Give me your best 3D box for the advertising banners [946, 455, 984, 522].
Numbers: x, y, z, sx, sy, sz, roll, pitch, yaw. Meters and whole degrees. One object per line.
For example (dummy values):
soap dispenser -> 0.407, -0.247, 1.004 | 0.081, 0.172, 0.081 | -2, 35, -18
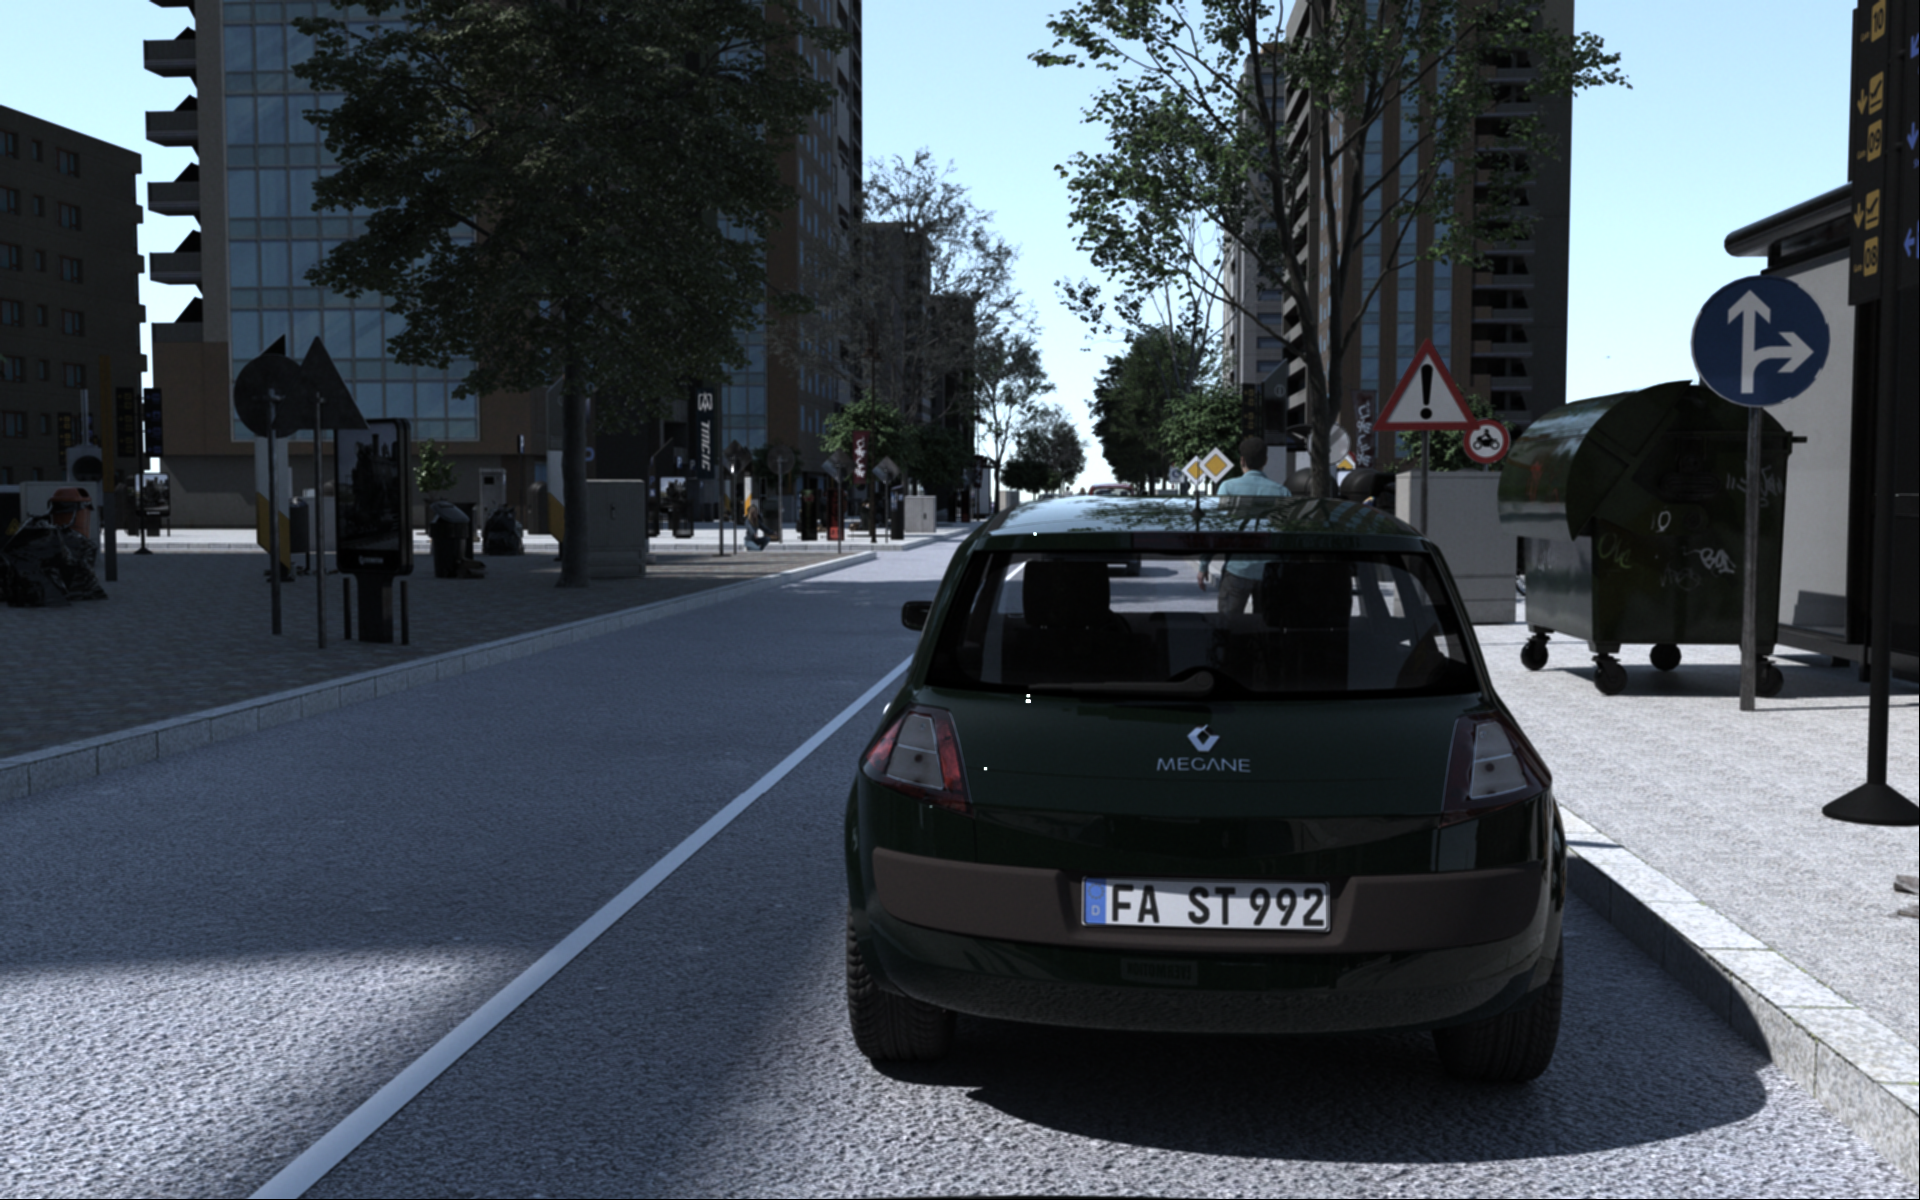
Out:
advertising banners -> 0.225, -5.024, 78.331 | 2.074, 3.025, 0.090 | 3, 4, 36

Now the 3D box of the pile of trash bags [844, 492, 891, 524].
pile of trash bags -> -3.771, -3.994, 75.047 | 3.447, 1.369, 1.912 | 1, 4, 9

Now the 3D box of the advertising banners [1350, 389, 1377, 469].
advertising banners -> 7.456, -2.029, 29.359 | 2.074, 3.025, 0.090 | -1, 4, -23

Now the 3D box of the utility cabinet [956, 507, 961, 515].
utility cabinet -> 0.339, -5.991, 109.115 | 1.020, 1.237, 0.306 | 2, 4, 33

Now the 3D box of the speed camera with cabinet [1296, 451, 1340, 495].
speed camera with cabinet -> 7.802, -2.540, 35.860 | 2.038, 3.252, 0.660 | -3, 5, -40

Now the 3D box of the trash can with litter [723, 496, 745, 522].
trash can with litter -> -10.638, -4.250, 80.874 | 1.055, 1.170, 0.624 | -2, 4, -32

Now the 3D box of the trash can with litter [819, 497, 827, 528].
trash can with litter -> -4.947, -3.325, 65.758 | 0.624, 1.170, 1.055 | -2, 4, -25

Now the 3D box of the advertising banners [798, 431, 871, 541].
advertising banners -> -3.447, -3.139, 47.512 | 2.074, 3.025, 0.090 | 1, 4, 12

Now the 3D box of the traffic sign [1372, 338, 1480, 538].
traffic sign -> 3.907, -0.891, 14.574 | 0.884, 2.594, 0.081 | 0, 4, 6

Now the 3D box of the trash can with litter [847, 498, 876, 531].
trash can with litter -> -3.439, -2.982, 60.147 | 1.055, 1.170, 0.624 | 2, 4, 29

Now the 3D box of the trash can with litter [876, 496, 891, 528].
trash can with litter -> -3.011, -3.423, 67.030 | 1.678, 1.210, 2.233 | 0, 4, 7

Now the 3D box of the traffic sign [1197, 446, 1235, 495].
traffic sign -> 5.379, -2.008, 36.479 | 0.795, 2.450, 0.064 | 0, 4, 5

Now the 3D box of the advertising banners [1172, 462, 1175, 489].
advertising banners -> 11.458, -6.064, 95.336 | 0.090, 3.025, 2.074 | -1, 4, -15

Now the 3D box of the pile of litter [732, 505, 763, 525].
pile of litter -> -8.858, -3.543, 71.890 | 1.176, 0.858, 1.719 | 3, 4, 37

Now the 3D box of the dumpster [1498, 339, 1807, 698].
dumpster -> 4.615, -0.564, 11.716 | 1.502, 2.255, 1.985 | 0, 4, 5

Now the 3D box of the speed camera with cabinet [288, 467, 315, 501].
speed camera with cabinet -> -21.309, -3.781, 56.156 | 2.038, 3.252, 0.660 | -2, 4, -27

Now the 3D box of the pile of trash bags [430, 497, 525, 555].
pile of trash bags -> -10.927, -1.650, 36.729 | 3.447, 1.369, 1.912 | 0, 4, -5

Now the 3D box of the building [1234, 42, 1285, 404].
building -> 47.663, -42.257, 232.907 | 21.231, 58.520, 28.212 | 0, 4, 5

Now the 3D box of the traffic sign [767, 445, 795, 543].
traffic sign -> -4.661, -2.742, 44.933 | 0.768, 2.556, 0.104 | 1, 4, 15

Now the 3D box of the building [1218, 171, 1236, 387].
building -> 54.004, -41.116, 261.481 | 28.713, 52.752, 27.495 | 0, 4, 5

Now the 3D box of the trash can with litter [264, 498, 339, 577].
trash can with litter -> -10.298, -1.025, 27.821 | 1.678, 1.210, 2.233 | 2, 4, 25

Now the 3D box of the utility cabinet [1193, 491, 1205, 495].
utility cabinet -> 16.150, -6.615, 116.827 | 0.318, 1.500, 1.173 | 3, 4, 38

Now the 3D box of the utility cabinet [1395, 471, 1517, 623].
utility cabinet -> 4.864, -0.509, 17.009 | 1.173, 1.500, 0.318 | -1, 4, -15

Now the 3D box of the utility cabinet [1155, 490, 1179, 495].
utility cabinet -> 10.071, -4.635, 84.454 | 1.173, 1.500, 0.318 | -2, 4, -25

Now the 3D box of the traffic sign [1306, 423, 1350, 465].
traffic sign -> 6.507, -1.869, 30.671 | 0.768, 2.556, 0.104 | 0, 4, 7

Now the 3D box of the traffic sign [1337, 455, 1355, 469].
traffic sign -> 10.786, -2.899, 48.579 | 0.795, 2.450, 0.064 | 1, 4, 10

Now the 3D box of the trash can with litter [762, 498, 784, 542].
trash can with litter -> -5.049, -2.177, 46.975 | 0.624, 1.170, 1.055 | -1, 4, -10

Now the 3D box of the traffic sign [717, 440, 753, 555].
traffic sign -> -4.765, -2.170, 36.663 | 0.795, 2.450, 0.064 | 1, 4, 14

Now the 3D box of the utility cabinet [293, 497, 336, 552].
utility cabinet -> -14.339, -1.685, 38.708 | 1.020, 1.237, 0.306 | -3, 5, -40

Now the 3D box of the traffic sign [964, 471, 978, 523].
traffic sign -> 0.439, -4.643, 77.101 | 0.795, 2.450, 0.064 | 0, 4, 7

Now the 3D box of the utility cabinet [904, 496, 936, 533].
utility cabinet -> -1.317, -2.829, 57.408 | 1.020, 1.237, 0.306 | 1, 4, 13

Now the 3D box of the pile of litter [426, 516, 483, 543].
pile of litter -> -13.276, -1.958, 45.978 | 1.719, 0.858, 1.176 | 1, 4, 17

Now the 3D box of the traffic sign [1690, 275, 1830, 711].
traffic sign -> 4.665, -0.616, 10.186 | 0.768, 2.556, 0.104 | 1, 4, 8

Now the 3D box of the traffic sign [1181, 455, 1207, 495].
traffic sign -> 6.054, -2.495, 44.436 | 0.795, 2.450, 0.064 | 0, 4, 5

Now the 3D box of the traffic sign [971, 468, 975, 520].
traffic sign -> 0.589, -5.258, 86.081 | 0.768, 2.556, 0.104 | 0, 4, 5

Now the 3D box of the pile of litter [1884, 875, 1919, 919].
pile of litter -> 3.744, 0.533, 5.248 | 1.719, 0.858, 1.176 | 2, 4, 23

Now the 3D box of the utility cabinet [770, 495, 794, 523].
utility cabinet -> -7.955, -4.056, 77.478 | 1.020, 1.237, 0.306 | 1, 4, 13

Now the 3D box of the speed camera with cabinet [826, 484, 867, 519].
speed camera with cabinet -> -5.821, -5.785, 88.922 | 2.038, 3.252, 0.660 | -1, 4, -22

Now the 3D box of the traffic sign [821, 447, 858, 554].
traffic sign -> -2.585, -2.051, 37.173 | 0.795, 2.450, 0.064 | 0, 4, 5

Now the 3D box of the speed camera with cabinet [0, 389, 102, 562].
speed camera with cabinet -> -17.010, -2.319, 32.254 | 2.038, 3.252, 0.660 | -2, 4, -32

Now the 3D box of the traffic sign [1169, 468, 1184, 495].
traffic sign -> 8.333, -3.942, 66.586 | 0.606, 2.300, 0.079 | 1, 4, 11

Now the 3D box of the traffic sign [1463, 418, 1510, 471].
traffic sign -> 8.837, -1.776, 29.149 | 0.768, 2.556, 0.104 | 1, 4, 11

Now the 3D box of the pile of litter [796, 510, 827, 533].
pile of litter -> -4.942, -2.706, 58.201 | 1.176, 0.858, 1.719 | 1, 4, 21

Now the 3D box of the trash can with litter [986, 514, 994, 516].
trash can with litter -> 1.567, -5.457, 100.274 | 1.678, 1.210, 2.233 | 0, 4, 3

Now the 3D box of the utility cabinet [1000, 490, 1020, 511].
utility cabinet -> 3.297, -6.314, 111.912 | 1.173, 1.500, 0.318 | -2, 4, -35

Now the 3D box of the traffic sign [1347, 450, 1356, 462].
traffic sign -> 10.835, -2.990, 48.991 | 0.768, 2.556, 0.104 | 1, 4, 9

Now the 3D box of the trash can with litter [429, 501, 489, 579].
trash can with litter -> -7.648, -0.929, 26.578 | 1.055, 1.170, 0.624 | 2, 4, 35

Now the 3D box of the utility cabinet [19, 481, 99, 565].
utility cabinet -> -15.803, -1.328, 30.393 | 0.318, 1.500, 1.173 | 3, 5, 42

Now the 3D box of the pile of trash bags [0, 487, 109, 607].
pile of trash bags -> -11.296, -0.685, 20.955 | 1.912, 1.369, 3.447 | 0, 4, -8

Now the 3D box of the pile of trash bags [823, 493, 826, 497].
pile of trash bags -> -7.087, -5.448, 98.825 | 1.912, 1.369, 3.447 | 1, 4, 10

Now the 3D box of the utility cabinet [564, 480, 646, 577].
utility cabinet -> -5.418, -1.087, 26.452 | 1.173, 1.500, 0.318 | -1, 4, -23

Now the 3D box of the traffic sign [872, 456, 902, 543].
traffic sign -> -1.910, -2.537, 45.129 | 0.795, 2.450, 0.064 | 0, 4, 5

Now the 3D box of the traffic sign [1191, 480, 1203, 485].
traffic sign -> 13.060, -5.845, 95.679 | 0.768, 2.556, 0.104 | 0, 4, 8

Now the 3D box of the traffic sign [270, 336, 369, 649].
traffic sign -> -5.298, -0.875, 14.315 | 0.884, 2.594, 0.081 | 1, 4, 10

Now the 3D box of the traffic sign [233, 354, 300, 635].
traffic sign -> -6.255, -0.958, 15.777 | 0.768, 2.556, 0.104 | 0, 4, 7
